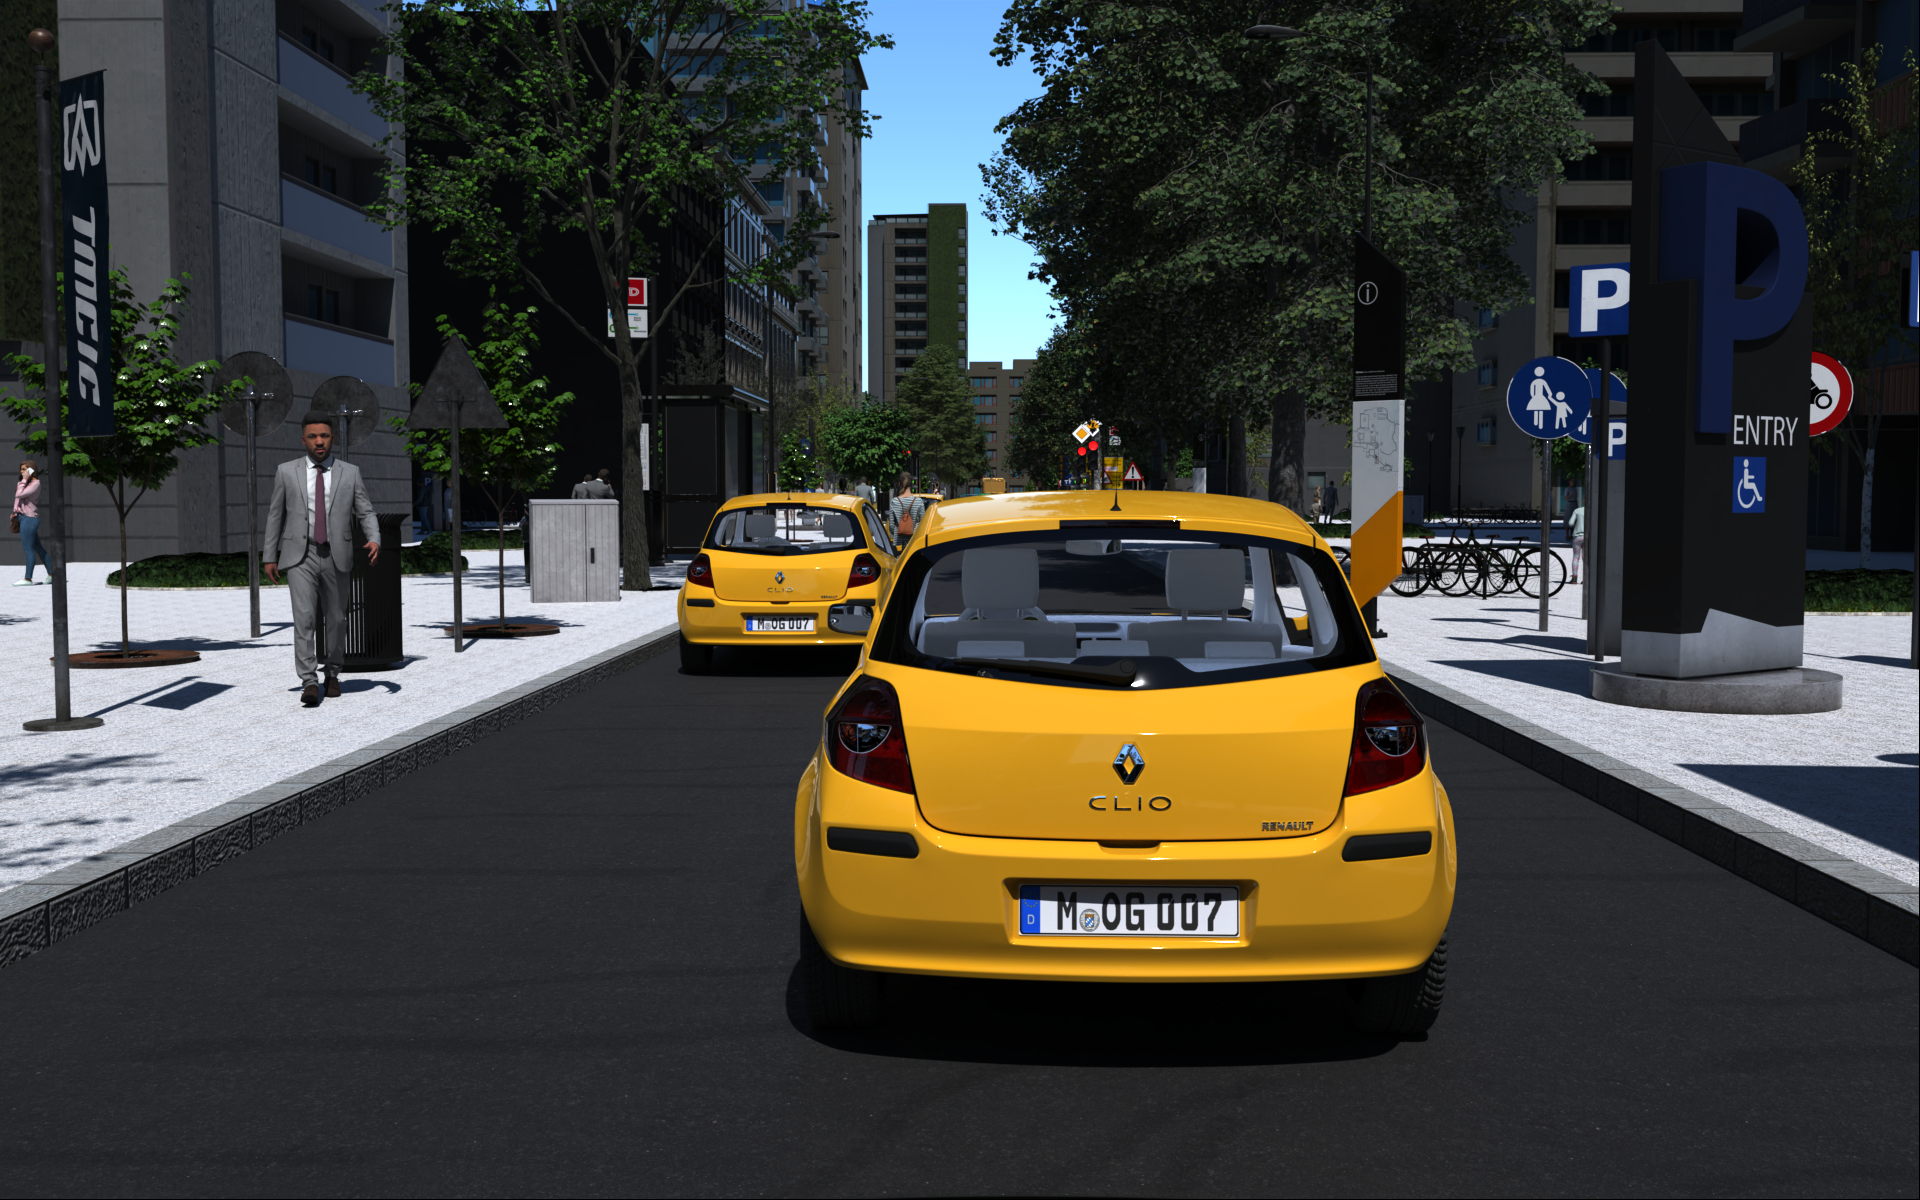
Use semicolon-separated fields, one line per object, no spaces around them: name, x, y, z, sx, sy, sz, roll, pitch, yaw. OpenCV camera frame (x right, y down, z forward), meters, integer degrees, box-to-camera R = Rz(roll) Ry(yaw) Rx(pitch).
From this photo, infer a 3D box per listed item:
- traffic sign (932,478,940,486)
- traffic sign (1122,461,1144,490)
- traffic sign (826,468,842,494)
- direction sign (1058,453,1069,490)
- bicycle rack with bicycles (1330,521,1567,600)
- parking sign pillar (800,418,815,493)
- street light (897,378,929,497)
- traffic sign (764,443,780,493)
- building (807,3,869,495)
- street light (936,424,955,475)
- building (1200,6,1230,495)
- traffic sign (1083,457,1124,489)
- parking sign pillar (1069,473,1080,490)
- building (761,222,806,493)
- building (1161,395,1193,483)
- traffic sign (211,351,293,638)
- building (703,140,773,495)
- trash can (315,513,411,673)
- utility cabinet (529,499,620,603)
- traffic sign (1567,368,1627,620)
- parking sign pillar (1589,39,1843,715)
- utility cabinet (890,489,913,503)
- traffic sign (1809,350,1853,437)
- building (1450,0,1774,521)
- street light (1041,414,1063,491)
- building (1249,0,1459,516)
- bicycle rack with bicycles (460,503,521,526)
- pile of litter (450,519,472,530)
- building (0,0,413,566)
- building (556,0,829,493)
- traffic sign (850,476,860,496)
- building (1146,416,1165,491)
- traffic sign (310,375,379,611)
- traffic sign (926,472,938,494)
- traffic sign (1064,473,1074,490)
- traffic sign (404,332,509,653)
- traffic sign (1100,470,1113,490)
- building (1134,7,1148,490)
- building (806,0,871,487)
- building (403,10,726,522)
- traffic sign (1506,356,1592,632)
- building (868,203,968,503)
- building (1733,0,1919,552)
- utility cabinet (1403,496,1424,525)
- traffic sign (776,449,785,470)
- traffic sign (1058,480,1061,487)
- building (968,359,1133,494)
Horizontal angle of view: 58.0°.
traffic sign;-1.804;-7.596;124.292;0.768;2.556;0.104;1;4;10
traffic sign;6.822;-4.181;68.366;0.884;2.594;0.081;1;4;9
traffic sign;-5.912;-4.973;81.407;0.768;2.556;0.104;1;4;10
direction sign;5.781;-6.409;96.780;0.379;3.537;0.876;3;5;41
bicycle rack with bicycles;6.326;-0.530;22.049;2.925;0.926;2.852;3;5;42
parking sign pillar;-5.351;-4.442;61.092;1.447;3.967;1.447;0;4;-8
street light;-1.937;-5.920;69.326;1.470;5.913;1.316;0;4;1
traffic sign;-4.874;-2.641;43.279;0.768;2.556;0.104;1;4;10
building;-25.001;-37.052;195.039;27.495;52.752;28.713;0;4;1
street light;-1.015;-8.665;114.206;1.470;5.913;1.316;0;4;1
building;27.510;-42.453;132.358;20.563;71.187;20.611;0;4;1
traffic sign;7.785;-6.153;94.472;2.265;3.308;0.079;0;4;5
parking sign pillar;8.831;-9.367;141.617;1.447;3.967;1.447;-2;4;-25
building;-19.327;-17.511;128.112;13.314;21.916;24.055;0;4;1
building;26.095;-31.098;158.571;14.600;45.320;14.200;0;4;1
traffic sign;-6.303;-0.937;15.419;0.768;2.556;0.104;0;4;7
building;-18.167;-16.942;105.881;11.050;23.489;19.941;0;4;1
trash can;-4.390;-0.060;12.637;0.748;1.137;0.748;0;3;0
utility cabinet;-4.584;-0.578;20.610;1.020;1.237;0.306;-1;4;-19
traffic sign;6.393;-1.071;17.611;0.768;2.556;0.104;0;4;2
parking sign pillar;4.683;-1.357;10.658;1.447;3.967;1.447;-2;4;-34
utility cabinet;-2.495;-3.939;73.079;0.318;1.500;1.173;-3;5;-42
traffic sign;7.481;-0.935;15.387;0.768;2.556;0.104;1;4;10
building;38.228;-28.658;92.266;21.600;48.544;21.300;0;4;1
street light;5.373;-7.815;100.317;1.470;5.913;1.316;0;4;1
building;23.612;-25.960;108.048;14.154;41.232;14.086;0;4;1
bicycle rack with bicycles;-19.156;-3.527;71.043;2.852;0.926;2.925;0;4;5
pile of litter;-18.439;-2.943;62.090;1.719;0.858;1.176;0;4;-3
building;-28.442;-30.426;39.461;28.212;58.520;21.231;0;4;1
building;-24.062;-33.075;160.381;23.786;49.044;30.456;0;4;1
traffic sign;-5.122;-5.308;86.899;0.768;2.556;0.104;0;4;4
building;25.692;-29.969;173.595;14.154;41.232;14.086;0;4;1
traffic sign;-6.608;-1.131;18.605;0.768;2.556;0.104;0;4;6
traffic sign;-1.671;-6.141;100.518;0.768;2.556;0.104;0;4;3
traffic sign;6.498;-6.372;104.287;0.768;2.556;0.104;0;4;7
traffic sign;-4.065;-0.854;13.969;0.884;2.594;0.081;0;4;8
traffic sign;7.746;-5.673;92.757;0.884;2.594;0.081;0;4;8
building;30.036;-39.883;194.090;21.231;58.520;28.212;0;4;1
building;-28.513;-57.293;249.409;31.000;86.520;22.319;0;4;1
building;-19.282;-15.791;87.861;12.332;23.373;15.834;0;4;1
traffic sign;5.446;-0.977;16.087;0.768;2.556;0.104;0;4;7
building;-5.875;-34.372;245.575;14.086;41.232;14.154;0;4;1
building;29.234;-23.232;34.462;22.147;44.769;28.867;0;4;1
utility cabinet;18.194;-3.599;70.008;1.020;1.237;0.306;3;5;40
traffic sign;-4.771;-2.917;47.795;0.768;2.556;0.104;0;4;8
traffic sign;7.963;-8.192;134.040;0.768;2.556;0.104;1;4;10
building;15.823;-24.973;253.344;28.899;21.520;27.650;0;4;1
